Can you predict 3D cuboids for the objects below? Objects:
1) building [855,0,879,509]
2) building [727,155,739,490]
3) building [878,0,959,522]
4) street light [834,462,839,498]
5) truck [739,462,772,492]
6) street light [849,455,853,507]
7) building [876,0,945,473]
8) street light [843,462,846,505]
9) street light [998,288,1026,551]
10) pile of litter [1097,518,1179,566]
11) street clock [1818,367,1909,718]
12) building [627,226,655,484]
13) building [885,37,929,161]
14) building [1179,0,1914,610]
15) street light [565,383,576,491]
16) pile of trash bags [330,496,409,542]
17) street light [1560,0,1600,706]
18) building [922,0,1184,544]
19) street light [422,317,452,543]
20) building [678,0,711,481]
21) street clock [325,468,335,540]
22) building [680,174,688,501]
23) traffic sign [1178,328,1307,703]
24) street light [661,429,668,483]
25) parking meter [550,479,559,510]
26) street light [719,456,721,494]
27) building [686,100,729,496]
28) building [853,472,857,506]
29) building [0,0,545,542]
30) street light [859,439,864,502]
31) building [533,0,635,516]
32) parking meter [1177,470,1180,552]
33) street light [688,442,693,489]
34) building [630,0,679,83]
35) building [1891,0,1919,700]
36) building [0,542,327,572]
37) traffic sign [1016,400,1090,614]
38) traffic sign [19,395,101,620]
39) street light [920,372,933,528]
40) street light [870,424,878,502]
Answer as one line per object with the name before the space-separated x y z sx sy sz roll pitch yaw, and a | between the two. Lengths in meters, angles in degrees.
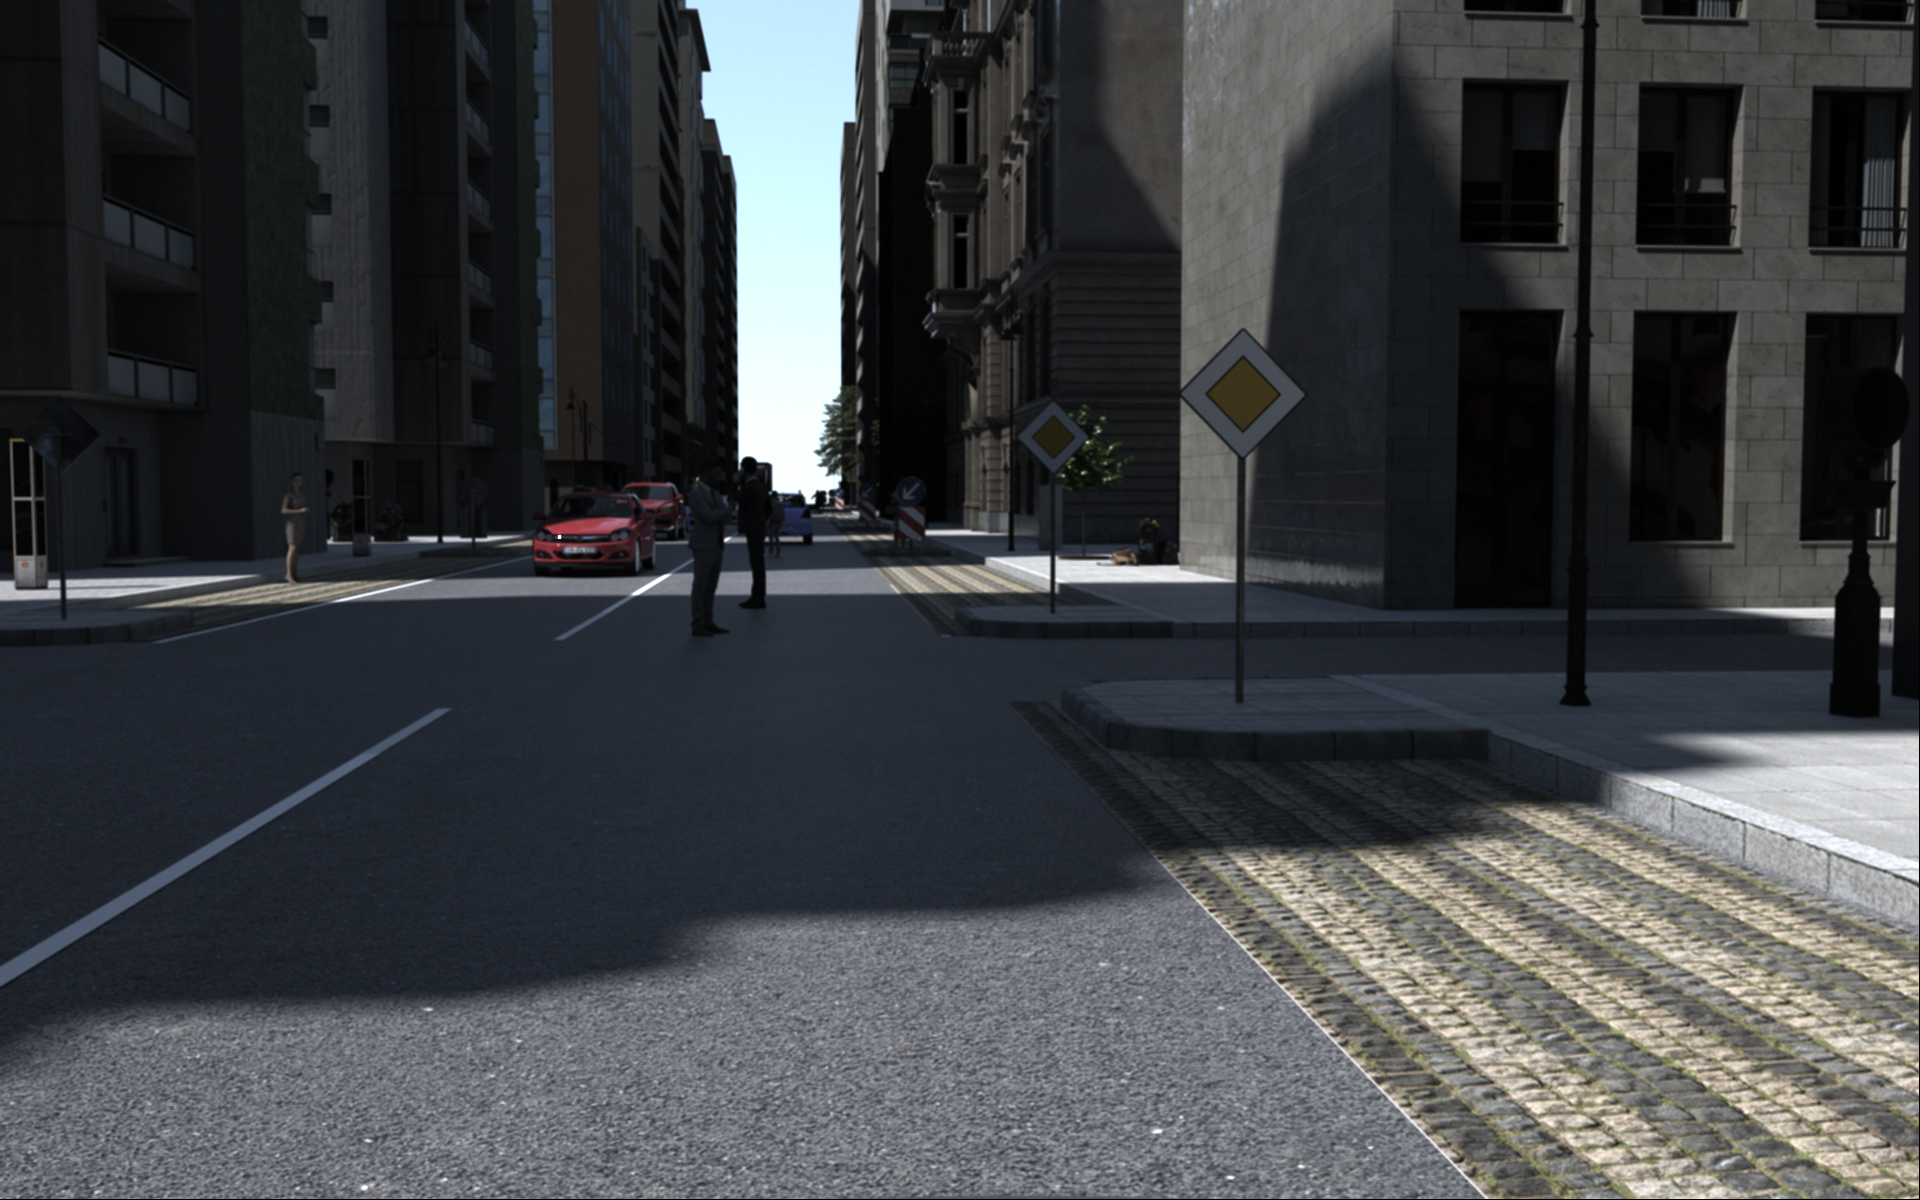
building | 1.430 -32.740 159.004 21.300 48.544 21.600 0 4 -5
building | -41.223 -37.362 234.572 21.300 48.544 21.600 0 4 -5
building | 2.444 -15.694 86.282 12.332 23.373 15.834 0 4 -5
street light | -18.250 -17.092 252.235 0.468 5.910 1.993 0 4 -5
truck | -18.258 -10.144 154.768 2.839 4.237 11.283 0 4 -3
street light | -10.638 -12.015 169.238 0.468 5.910 1.993 0 4 -5
building | 7.431 -33.369 134.817 28.713 52.752 27.495 0 4 -5
street light | -13.206 -13.748 197.569 0.468 5.910 1.993 0 4 -5
street light | 1.159 -4.047 38.951 0.468 5.910 1.993 0 4 -5
pile of litter | 3.260 -1.069 31.441 1.719 0.858 1.176 -1 4 -9
street clock | 5.186 -0.331 9.983 0.471 2.002 0.358 -2 4 -24
building | -33.855 -15.928 105.466 27.650 21.520 28.899 0 4 -5
building | 2.018 -20.945 114.159 14.160 30.474 14.107 0 4 -5
building | 12.574 -10.376 24.398 16.860 20.320 10.420 0 4 -5
street light | -16.202 -6.103 72.579 0.468 5.910 1.993 0 4 -5
pile of trash bags | -16.614 -2.266 46.801 3.447 1.369 1.912 0 4 1
street light | 3.752 -2.299 10.383 0.468 5.910 1.993 0 4 -5
building | 6.019 -14.783 60.786 14.460 24.649 34.723 0 4 -5
street light | -13.702 -4.446 45.479 0.468 5.910 1.993 0 4 -5
building | -41.827 -36.587 187.430 28.713 52.752 27.495 0 4 -5
street clock | -17.875 -2.706 48.806 0.471 2.002 0.358 0 4 -7
building | -31.108 -23.080 149.060 14.160 30.474 14.107 0 4 -5
traffic sign | 1.717 -0.426 10.601 0.795 2.450 0.064 0 4 -5
street light | -20.627 -9.058 120.878 0.468 5.910 1.993 0 4 -5
parking meter | -15.623 -3.732 66.724 0.255 1.863 0.399 0 4 2
street light | -28.274 -14.148 204.105 0.468 5.910 1.993 0 4 -5
building | -40.163 -36.032 212.830 21.300 48.544 21.600 0 4 -5
building | -1.819 -46.272 194.795 20.563 71.187 20.611 0 4 -5
building | -21.909 -22.787 56.159 14.154 41.232 14.086 0 4 -5
street light | -8.129 -10.359 142.151 0.468 5.910 1.993 0 4 -5
building | -22.554 -26.181 78.169 14.600 45.320 14.200 0 4 -5
parking meter | 4.950 -1.982 38.112 0.255 1.863 0.399 2 4 26
street light | -23.095 -10.766 148.806 0.468 5.910 1.993 0 4 -5
building | -32.522 -30.970 130.068 21.300 48.544 21.600 0 4 -5
building | 17.504 -23.021 0.102 21.300 48.544 21.600 0 4 -5
building | -20.383 -21.166 29.661 14.154 41.232 14.086 0 4 -5
traffic sign | 0.993 -0.912 18.553 0.795 2.450 0.064 0 4 -5
traffic sign | -9.161 -0.857 17.654 0.795 2.450 0.064 0 4 -5
street light | -1.281 -5.698 65.949 0.468 5.910 1.993 0 4 -5
street light | -5.732 -8.694 114.927 0.468 5.910 1.993 0 4 -5
